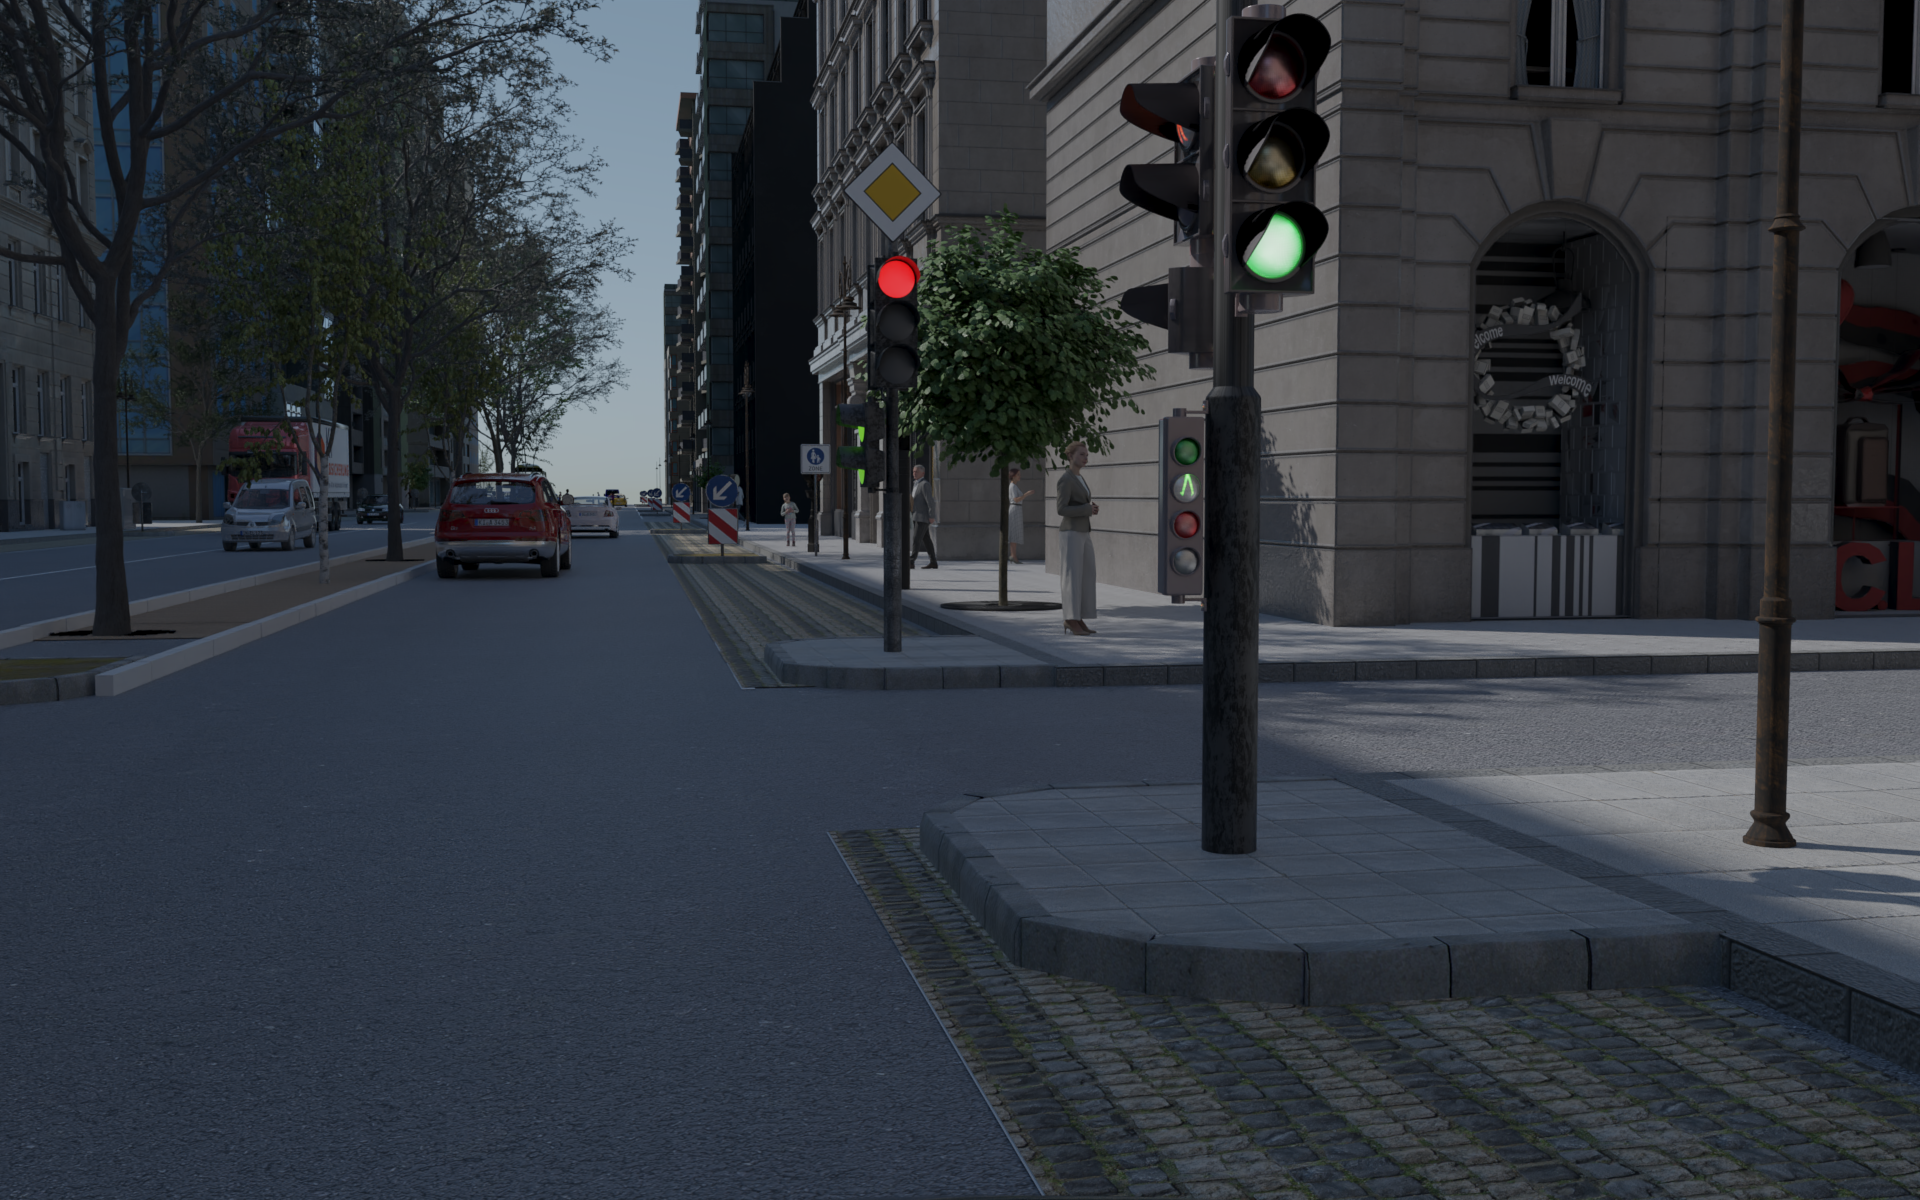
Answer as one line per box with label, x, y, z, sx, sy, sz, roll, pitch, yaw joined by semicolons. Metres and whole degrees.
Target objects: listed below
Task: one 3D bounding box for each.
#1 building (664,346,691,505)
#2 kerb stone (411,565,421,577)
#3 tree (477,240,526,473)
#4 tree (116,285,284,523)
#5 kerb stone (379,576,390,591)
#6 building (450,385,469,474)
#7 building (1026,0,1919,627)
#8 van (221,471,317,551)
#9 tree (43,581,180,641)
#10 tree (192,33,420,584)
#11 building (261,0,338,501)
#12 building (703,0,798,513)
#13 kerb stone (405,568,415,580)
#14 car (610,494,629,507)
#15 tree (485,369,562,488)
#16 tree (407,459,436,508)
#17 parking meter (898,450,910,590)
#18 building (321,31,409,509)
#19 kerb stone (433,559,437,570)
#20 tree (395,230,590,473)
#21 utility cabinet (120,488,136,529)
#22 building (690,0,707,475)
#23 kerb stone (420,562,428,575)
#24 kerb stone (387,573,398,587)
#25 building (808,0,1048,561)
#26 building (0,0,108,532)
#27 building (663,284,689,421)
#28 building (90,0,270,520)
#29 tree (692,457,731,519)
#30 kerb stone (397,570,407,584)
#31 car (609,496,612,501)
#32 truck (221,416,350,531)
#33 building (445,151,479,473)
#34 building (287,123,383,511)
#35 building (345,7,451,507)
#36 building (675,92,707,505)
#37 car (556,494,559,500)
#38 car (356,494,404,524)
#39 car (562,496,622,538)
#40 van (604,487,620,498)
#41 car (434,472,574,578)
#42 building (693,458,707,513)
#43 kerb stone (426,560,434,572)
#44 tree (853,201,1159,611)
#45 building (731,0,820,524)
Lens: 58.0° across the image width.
building;-23.014;-22.847;218.590;27.650;21.520;28.899;-1;4;-11
kerb stone;-9.460;-0.470;29.884;0.120;0.150;1.000;-1;4;-11
tree;-13.335;-5.651;45.210;4.737;8.622;4.395;0;3;0
tree;-33.759;-8.668;76.134;8.767;10.594;7.601;0;4;-1
kerb stone;-8.686;-0.220;25.869;0.120;0.150;1.000;-1;4;-11
building;-72.645;-21.769;200.957;27.650;21.520;28.899;-1;4;-11
building;13.827;-11.140;23.934;24.055;21.916;13.314;-1;4;-11
van;-17.876;-2.316;44.871;2.013;2.044;4.112;-1;4;-9
tree;-8.641;-6.387;17.261;12.009;13.543;11.850;0;3;0
tree;-10.201;-4.570;27.542;4.737;8.622;4.395;0;3;0
building;-52.388;-48.730;109.407;22.319;86.520;31.000;-1;4;-11
building;-8.264;-20.307;103.713;14.160;30.474;14.107;-1;4;-11
kerb stone;-9.259;-0.399;28.882;0.120;0.150;1.000;-1;4;-11
car;-37.837;-11.135;192.283;2.015;1.641;3.980;-1;4;-9
tree;-21.480;-8.077;84.879;4.360;8.622;3.978;0;3;0
tree;-50.139;-10.772;159.836;4.285;4.588;4.351;0;3;0
parking meter;-0.802;-1.080;23.366;0.255;1.863;0.399;0;4;-1
building;-55.556;-28.395;147.851;14.154;41.232;14.086;-1;4;-11
kerb stone;-10.043;-0.655;32.901;0.120;0.150;1.000;-1;4;-11
tree;-17.408;-8.362;64.927;9.928;11.665;9.643;0;3;0
utility cabinet;-30.079;-3.288;62.444;0.318;1.500;1.173;0;4;-6
building;-11.010;-32.339;148.346;23.786;49.044;30.456;-1;4;-11
kerb stone;-9.652;-0.532;30.888;0.120;0.150;1.000;-1;4;-11
kerb stone;-8.883;-0.286;26.872;0.120;0.150;1.000;-1;4;-11
building;0.157;-12.351;52.853;10.553;20.767;40.483;-1;4;-11
building;-37.322;-15.790;55.433;12.463;27.353;25.104;-1;4;-11
building;-33.714;-28.569;238.811;14.160;30.474;14.107;-1;4;-11
building;-44.472;-26.830;88.775;14.600;45.320;14.200;-1;4;-11
tree;-13.347;-6.122;94.692;1.663;3.219;1.824;0;3;0
kerb stone;-9.063;-0.348;27.879;0.120;0.150;1.000;-1;4;-11
car;-42.195;-12.197;212.005;1.945;1.354;3.894;-1;4;-12
truck;-24.945;-4.625;64.532;2.839;4.237;11.283;-1;4;-10
building;-70.057;-35.058;223.306;14.600;45.320;14.200;-1;4;-11
building;-53.162;-22.152;133.893;14.160;30.474;14.107;-1;4;-11
building;-64.004;-33.728;175.152;21.300;48.544;21.600;-1;4;-11
building;-19.617;-32.694;189.176;22.147;44.769;28.867;-1;4;-11
car;-49.344;-12.244;209.784;1.945;1.707;3.694;-1;4;-11
car;-27.955;-4.508;83.495;2.009;1.686;4.222;-1;4;-9
car;-12.283;-2.759;57.475;2.083;1.381;4.827;-1;4;-10
van;-43.570;-13.014;217.166;2.240;2.365;5.245;-1;4;-11
car;-8.143;-1.375;31.156;2.281;1.827;5.304;-1;4;-9
building;-8.231;-41.763;121.075;20.563;71.187;20.611;-1;4;-11
kerb stone;-9.845;-0.593;31.891;0.120;0.150;1.000;-1;4;-11
tree;0.534;-2.184;19.421;4.285;4.588;4.351;0;3;0
building;-4.089;-15.420;81.792;12.332;23.373;15.834;-1;4;-11
